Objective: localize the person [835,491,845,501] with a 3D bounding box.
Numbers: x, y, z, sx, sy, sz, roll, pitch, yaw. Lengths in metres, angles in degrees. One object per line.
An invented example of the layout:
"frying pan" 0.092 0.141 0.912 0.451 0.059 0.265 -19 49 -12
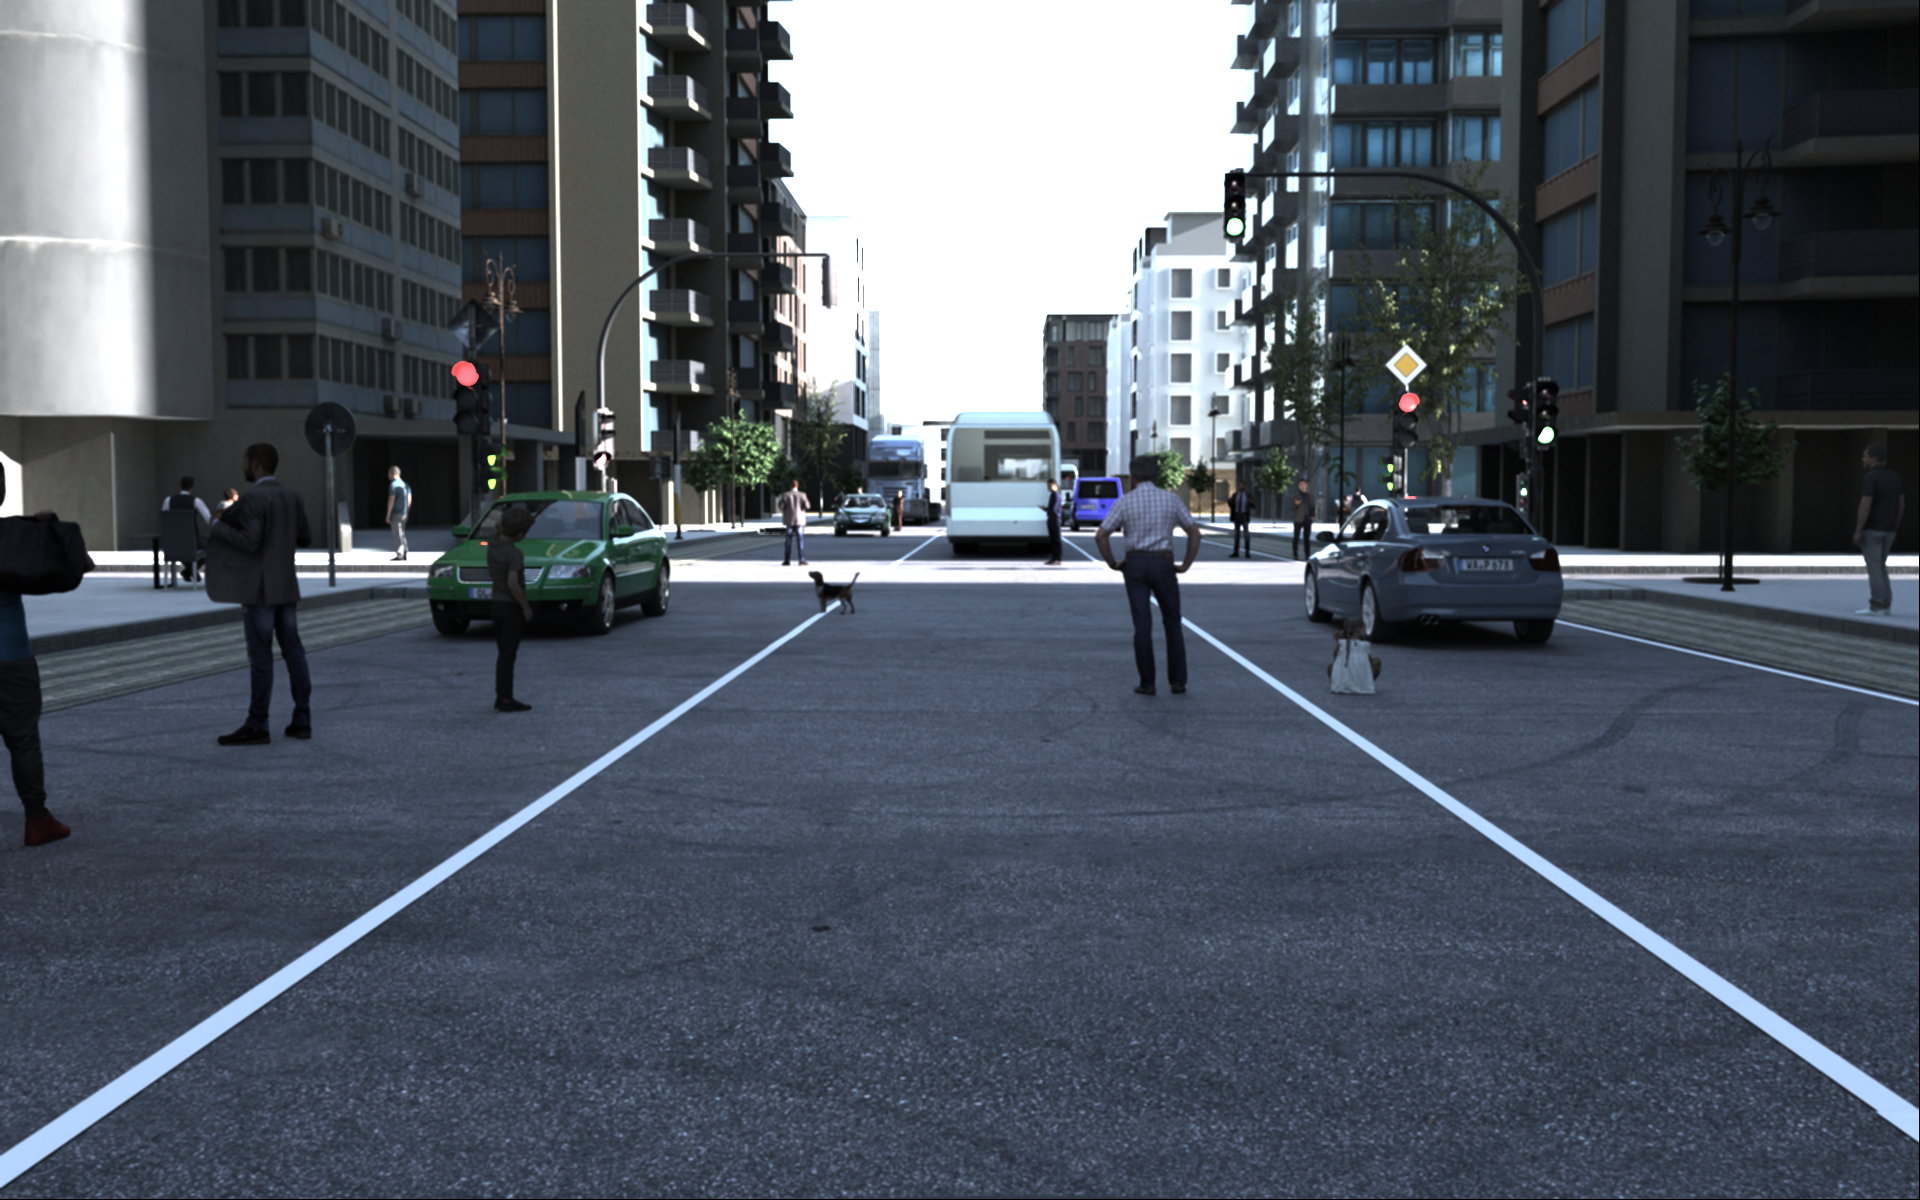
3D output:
"person" -7.375 -6.364 110.076 1.348 1.826 0.705 2 4 35

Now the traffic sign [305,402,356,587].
"traffic sign" -8.690 -1.455 23.900 0.768 2.556 0.104 1 4 10

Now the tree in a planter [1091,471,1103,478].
"tree in a planter" 10.624 -8.404 134.631 1.991 3.239 1.994 0 4 1

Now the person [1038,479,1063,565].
"person" 1.845 -1.587 35.145 0.504 1.737 0.576 -1 4 -18

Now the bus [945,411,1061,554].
"bus" 1.137 -3.062 44.919 2.948 3.499 13.247 0 4 2

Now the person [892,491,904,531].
"person" -2.374 -3.427 66.806 0.482 1.546 0.388 2 4 28

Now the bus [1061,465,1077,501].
"bus" 6.251 -7.380 115.525 2.948 3.499 13.247 0 4 1

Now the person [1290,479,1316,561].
"person" 7.356 -1.708 36.954 0.617 1.759 0.750 0 4 -4

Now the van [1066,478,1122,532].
"van" 5.278 -3.860 67.493 2.240 2.365 5.245 0 4 2

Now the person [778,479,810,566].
"person" -3.328 -1.557 34.782 0.655 1.722 0.431 0 4 1

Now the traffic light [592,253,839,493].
"traffic light" -4.686 -3.557 32.829 4.771 5.953 1.251 0 4 1

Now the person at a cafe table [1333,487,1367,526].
"person at a cafe table" 13.804 -3.153 60.059 1.698 1.524 1.622 1 4 15

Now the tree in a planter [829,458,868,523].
"tree in a planter" -5.336 -5.367 84.966 1.991 3.239 1.994 0 4 1

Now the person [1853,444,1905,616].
"person" 9.677 -0.742 18.310 0.598 1.807 0.434 -1 4 -15

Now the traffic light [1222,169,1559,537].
"traffic light" 6.048 -3.044 24.444 4.771 5.953 1.251 0 4 1

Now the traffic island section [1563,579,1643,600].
"traffic island section" 8.181 -0.145 24.652 2.009 0.180 2.903 0 4 1

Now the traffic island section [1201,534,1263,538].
"traffic island section" 8.907 -2.116 57.458 1.991 0.108 1.994 0 4 1

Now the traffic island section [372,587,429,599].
"traffic island section" -6.997 -0.166 24.993 2.009 0.180 2.903 0 4 1

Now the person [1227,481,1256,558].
"person" 6.311 -1.810 38.917 0.655 1.722 0.431 2 4 30

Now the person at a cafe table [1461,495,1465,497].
"person at a cafe table" 19.928 -3.434 67.014 1.726 1.238 1.698 0 4 5

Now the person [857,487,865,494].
"person" -4.034 -3.735 70.295 0.376 1.734 0.841 -3 5 -44

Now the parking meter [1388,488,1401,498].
"parking meter" 10.090 -1.935 40.051 0.372 1.533 0.369 0 3 0

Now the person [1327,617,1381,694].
"person" 2.852 0.395 12.522 0.381 0.543 0.357 1 4 10

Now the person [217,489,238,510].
"person" -12.428 -1.129 29.429 0.523 1.526 0.387 0 4 -1

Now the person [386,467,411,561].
"person" -10.782 -1.651 33.169 0.434 1.807 0.598 2 4 28

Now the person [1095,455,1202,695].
"person" 1.350 -0.184 12.446 0.756 1.711 0.436 0 4 5

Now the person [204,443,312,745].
"person" -4.059 -0.044 10.037 0.431 1.722 0.655 1 4 20

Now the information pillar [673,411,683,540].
"information pillar" -7.966 -3.515 48.829 0.183 3.616 0.504 0 4 4

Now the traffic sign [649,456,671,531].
"traffic sign" -8.112 -2.736 46.866 0.606 2.300 0.079 1 4 9

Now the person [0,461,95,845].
"person" -3.779 0.212 6.900 0.647 1.594 0.662 -1 4 -21

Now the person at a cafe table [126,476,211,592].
"person at a cafe table" -10.345 -0.914 23.467 1.698 1.524 1.622 0 4 -7

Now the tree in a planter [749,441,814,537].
"tree in a planter" -5.934 -3.714 57.942 1.991 3.239 1.994 0 4 1

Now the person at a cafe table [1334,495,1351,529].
"person at a cafe table" 14.669 -3.238 63.807 1.726 1.238 1.698 2 4 35

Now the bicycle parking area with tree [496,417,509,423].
"bicycle parking area with tree" -17.194 -4.577 61.840 9.016 4.147 8.231 1 4 15

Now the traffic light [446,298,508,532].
"traffic light" -6.957 -2.198 24.857 0.839 4.253 0.868 0 4 1

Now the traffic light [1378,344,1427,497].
"traffic light" 8.318 -2.667 32.522 0.839 4.253 0.868 0 4 1

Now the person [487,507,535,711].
"person" -2.983 0.056 11.501 0.435 1.345 0.340 2 4 35
